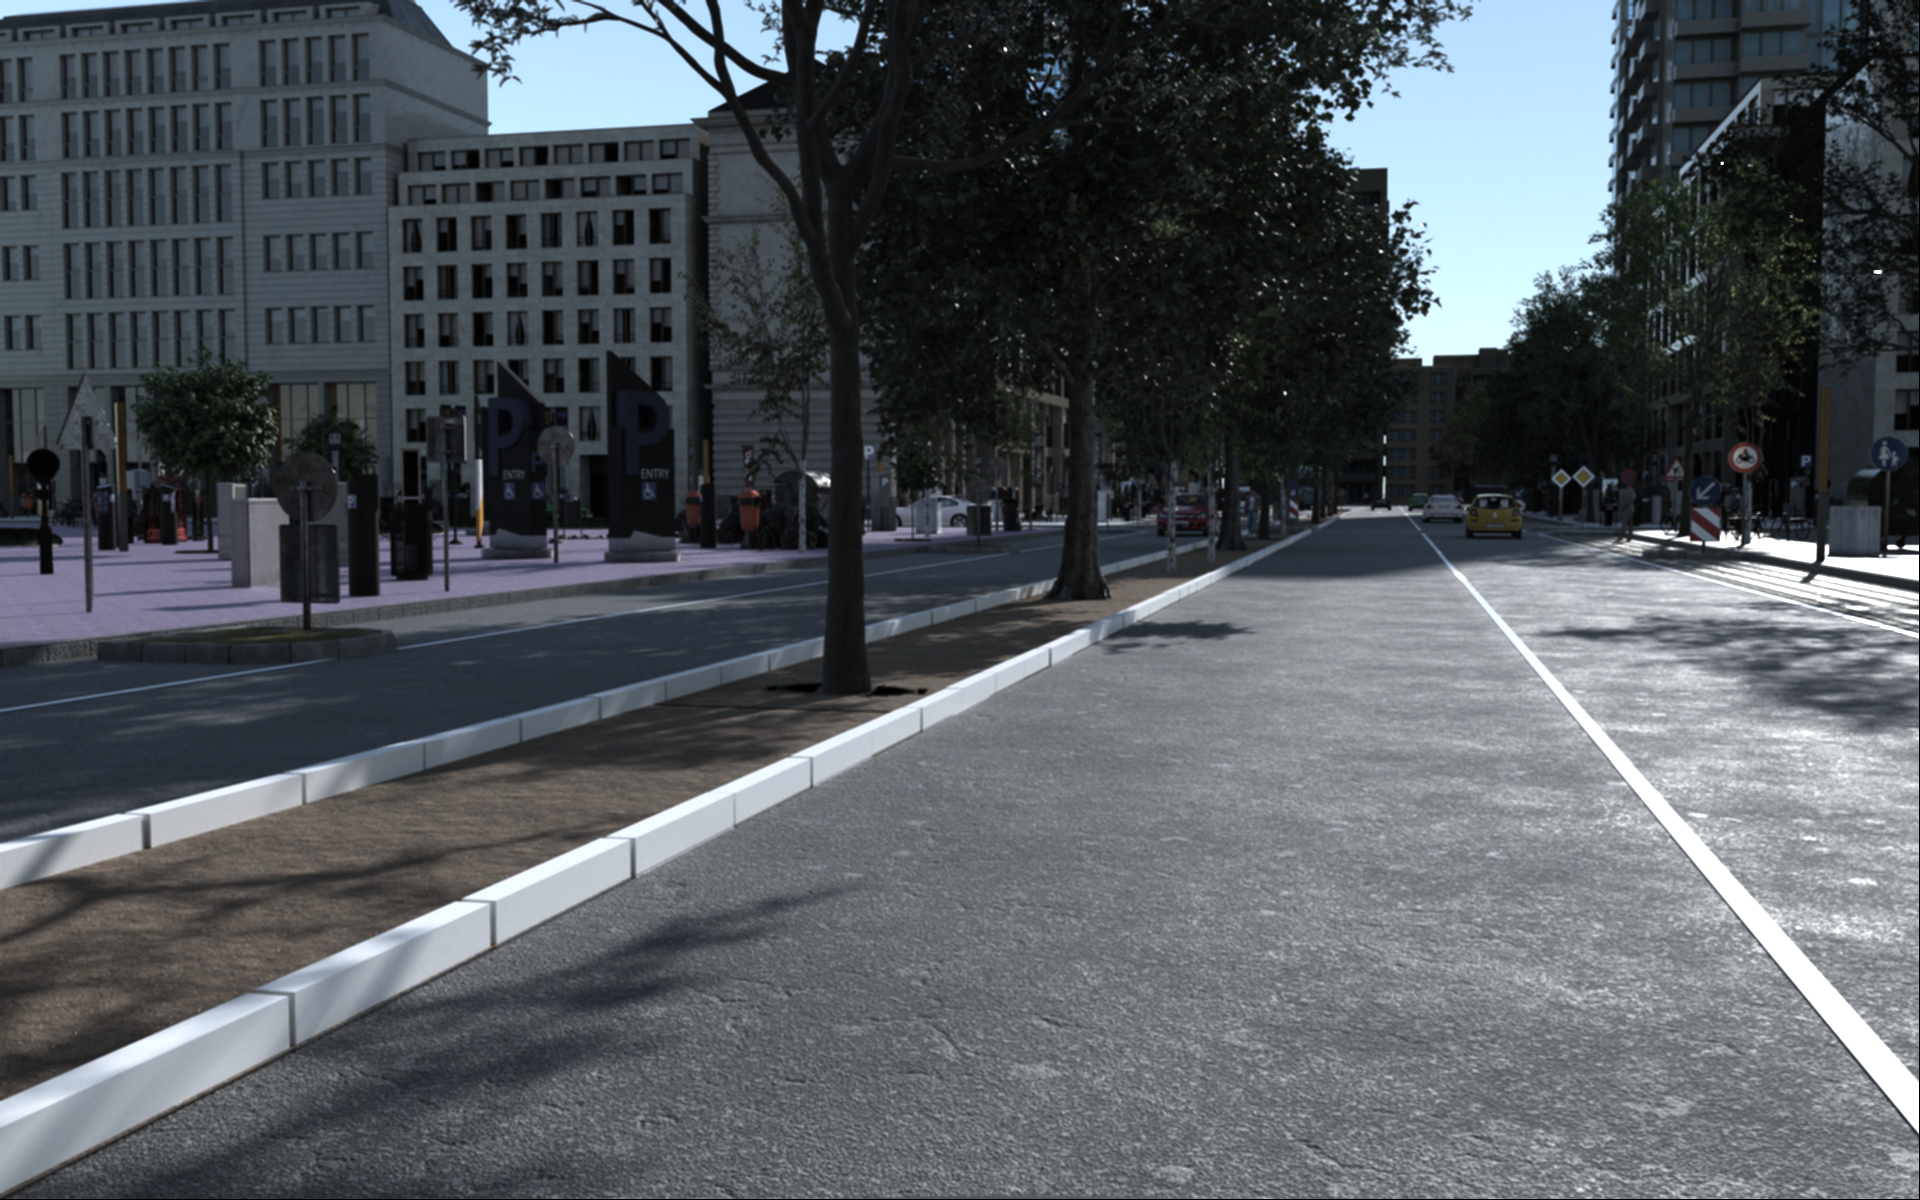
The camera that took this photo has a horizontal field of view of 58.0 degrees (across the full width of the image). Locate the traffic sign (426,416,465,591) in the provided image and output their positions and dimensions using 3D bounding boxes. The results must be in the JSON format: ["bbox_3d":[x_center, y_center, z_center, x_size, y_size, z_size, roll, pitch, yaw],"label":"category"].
[{"bbox_3d":[-6.772,-1.265,22.809,0.606,2.300,0.079,1,4,21],"label":"traffic sign"}]

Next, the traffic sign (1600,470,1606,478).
[{"bbox_3d":[33.174,-5.492,89.903,0.768,2.556,0.104,1,4,22],"label":"traffic sign"}]

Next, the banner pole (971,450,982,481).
[{"bbox_3d":[0.881,-6.587,97.716,0.863,3.779,0.401,-2,4,-26],"label":"banner pole"}]

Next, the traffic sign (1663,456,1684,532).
[{"bbox_3d":[24.261,-3.589,58.685,0.884,2.594,0.081,1,4,23],"label":"traffic sign"}]

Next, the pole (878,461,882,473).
[{"bbox_3d":[-3.604,-5.153,78.102,0.158,3.312,0.155,0,3,0],"label":"pole"}]

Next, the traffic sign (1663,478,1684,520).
[{"bbox_3d":[29.635,-4.395,71.864,0.884,2.594,0.081,2,4,24],"label":"traffic sign"}]

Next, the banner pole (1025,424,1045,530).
[{"bbox_3d":[2.701,-4.392,61.827,0.863,3.779,0.401,-3,5,-39],"label":"banner pole"}]

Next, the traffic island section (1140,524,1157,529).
[{"bbox_3d":[7.361,-3.036,71.924,2.009,0.180,2.903,1,4,14],"label":"traffic island section"}]

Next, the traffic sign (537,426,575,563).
[{"bbox_3d":[-7.534,-1.965,32.240,0.768,2.556,0.104,1,4,15],"label":"traffic sign"}]

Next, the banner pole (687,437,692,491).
[{"bbox_3d":[-11.827,-5.257,75.964,0.401,3.779,0.863,0,4,3],"label":"banner pole"}]

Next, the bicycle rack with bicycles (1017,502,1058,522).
[{"bbox_3d":[3.398,-4.008,78.905,2.852,0.926,2.925,0,4,4],"label":"bicycle rack with bicycles"}]

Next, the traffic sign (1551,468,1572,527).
[{"bbox_3d":[23.539,-3.927,67.851,0.795,2.450,0.064,1,4,14],"label":"traffic sign"}]

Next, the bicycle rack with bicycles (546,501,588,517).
[{"bbox_3d":[-20.110,-4.534,87.521,2.852,0.926,2.925,0,4,5],"label":"bicycle rack with bicycles"}]

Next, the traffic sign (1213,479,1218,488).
[{"bbox_3d":[18.934,-7.856,129.628,0.795,2.450,0.064,1,4,14],"label":"traffic sign"}]

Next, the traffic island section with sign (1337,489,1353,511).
[{"bbox_3d":[31.464,-8.250,143.025,2.006,1.907,1.989,1,4,14],"label":"traffic island section with sign"}]

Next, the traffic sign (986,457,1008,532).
[{"bbox_3d":[1.266,-3.620,59.298,0.768,2.556,0.104,1,4,15],"label":"traffic sign"}]

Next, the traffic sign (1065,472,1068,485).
[{"bbox_3d":[5.103,-4.715,79.223,0.606,2.300,0.079,1,4,20],"label":"traffic sign"}]

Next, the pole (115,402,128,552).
[{"bbox_3d":[-18.723,-2.742,38.673,0.158,3.312,0.155,0,3,0],"label":"pole"}]

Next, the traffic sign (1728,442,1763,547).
[{"bbox_3d":[19.145,-2.580,42.287,0.768,2.556,0.104,1,4,20],"label":"traffic sign"}]

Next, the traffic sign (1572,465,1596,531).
[{"bbox_3d":[21.620,-3.453,60.099,0.795,2.450,0.064,1,4,14],"label":"traffic sign"}]

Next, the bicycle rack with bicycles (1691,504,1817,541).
[{"bbox_3d":[22.447,-2.132,48.240,2.925,0.926,2.852,-3,4,-36],"label":"bicycle rack with bicycles"}]

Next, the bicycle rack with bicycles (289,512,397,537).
[{"bbox_3d":[-18.269,-2.267,50.443,2.925,0.926,2.852,0,4,4],"label":"bicycle rack with bicycles"}]

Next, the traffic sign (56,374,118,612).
[{"bbox_3d":[-9.452,-1.145,18.727,0.884,2.594,0.081,1,4,22],"label":"traffic sign"}]

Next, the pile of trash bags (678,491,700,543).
[{"bbox_3d":[-6.463,-2.165,45.145,1.912,1.369,3.447,1,4,9],"label":"pile of trash bags"}]

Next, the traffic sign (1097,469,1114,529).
[{"bbox_3d":[5.467,-3.698,64.104,0.795,2.450,0.064,1,4,14],"label":"traffic sign"}]

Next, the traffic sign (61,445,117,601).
[{"bbox_3d":[-10.431,-1.267,20.711,0.884,2.594,0.081,1,4,22],"label":"traffic sign"}]

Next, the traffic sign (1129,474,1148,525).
[{"bbox_3d":[7.386,-4.172,71.856,0.795,2.450,0.064,1,4,14],"label":"traffic sign"}]

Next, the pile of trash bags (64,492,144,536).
[{"bbox_3d":[-25.732,-2.672,53.433,1.912,1.369,3.447,0,4,-1],"label":"pile of trash bags"}]

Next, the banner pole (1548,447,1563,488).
[{"bbox_3d":[31.707,-6.244,92.107,0.863,3.779,0.401,2,4,28],"label":"banner pole"}]

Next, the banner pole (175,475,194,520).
[{"bbox_3d":[-38.167,-5.845,85.585,0.863,3.779,0.401,1,4,15],"label":"banner pole"}]

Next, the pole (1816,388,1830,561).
[{"bbox_3d":[16.625,-2.417,33.365,0.158,3.312,0.155,0,3,0],"label":"pole"}]

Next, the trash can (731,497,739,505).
[{"bbox_3d":[-18.438,-8.129,144.567,0.748,1.137,0.748,0,3,0],"label":"trash can"}]

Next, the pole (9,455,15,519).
[{"bbox_3d":[-49.732,-5.931,90.807,0.158,3.312,0.155,0,3,0],"label":"pole"}]

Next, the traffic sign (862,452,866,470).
[{"bbox_3d":[-2.856,-2.793,45.773,0.768,2.556,0.104,1,4,21],"label":"traffic sign"}]

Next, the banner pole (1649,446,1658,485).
[{"bbox_3d":[36.235,-6.154,90.640,0.401,3.779,0.863,-1,4,-15],"label":"banner pole"}]

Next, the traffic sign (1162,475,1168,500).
[{"bbox_3d":[13.776,-7.069,115.685,0.768,2.556,0.104,1,4,19],"label":"traffic sign"}]

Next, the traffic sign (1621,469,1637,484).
[{"bbox_3d":[34.390,-5.442,89.091,0.768,2.556,0.104,1,4,19],"label":"traffic sign"}]

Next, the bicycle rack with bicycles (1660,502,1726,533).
[{"bbox_3d":[24.557,-2.620,56.213,2.852,0.926,2.925,-1,4,-9],"label":"bicycle rack with bicycles"}]

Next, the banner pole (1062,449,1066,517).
[{"bbox_3d":[5.732,-6.453,95.522,0.401,3.779,0.863,1,4,15],"label":"banner pole"}]

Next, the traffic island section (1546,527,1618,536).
[{"bbox_3d":[21.645,-2.317,60.171,2.009,0.180,2.903,1,4,14],"label":"traffic island section"}]

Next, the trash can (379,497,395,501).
[{"bbox_3d":[-26.567,-4.200,80.330,0.748,1.137,0.748,0,3,0],"label":"trash can"}]

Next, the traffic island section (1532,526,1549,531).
[{"bbox_3d":[23.564,-2.792,67.923,2.009,0.180,2.903,1,4,14],"label":"traffic island section"}]

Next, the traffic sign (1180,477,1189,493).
[{"bbox_3d":[16.334,-7.678,125.647,0.768,2.556,0.104,1,4,22],"label":"traffic sign"}]

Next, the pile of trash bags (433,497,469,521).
[{"bbox_3d":[-23.819,-4.455,82.585,3.447,1.369,1.912,0,4,8],"label":"pile of trash bags"}]

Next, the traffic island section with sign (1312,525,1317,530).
[{"bbox_3d":[13.416,-3.788,70.078,2.006,1.907,1.989,1,4,14],"label":"traffic island section with sign"}]

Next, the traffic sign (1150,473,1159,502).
[{"bbox_3d":[11.976,-6.620,108.244,0.884,2.594,0.081,1,4,17],"label":"traffic sign"}]

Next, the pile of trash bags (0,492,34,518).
[{"bbox_3d":[-52.121,-5.146,93.896,3.447,1.369,1.912,-2,4,-32],"label":"pile of trash bags"}]

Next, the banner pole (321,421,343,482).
[{"bbox_3d":[-21.595,-4.248,59.469,0.863,3.779,0.401,0,4,-1],"label":"banner pole"}]

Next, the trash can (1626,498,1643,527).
[{"bbox_3d":[26.709,-3.488,68.681,0.748,1.137,0.748,0,3,0],"label":"trash can"}]

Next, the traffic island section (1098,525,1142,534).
[{"bbox_3d":[5.442,-2.562,64.172,2.009,0.180,2.903,1,4,14],"label":"traffic island section"}]

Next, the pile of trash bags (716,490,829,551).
[{"bbox_3d":[-4.275,-1.865,40.243,1.912,1.369,3.447,1,4,17],"label":"pile of trash bags"}]

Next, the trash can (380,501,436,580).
[{"bbox_3d":[-8.221,-0.875,25.955,0.748,1.137,0.748,0,3,0],"label":"trash can"}]

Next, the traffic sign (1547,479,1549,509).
[{"bbox_3d":[40.232,-7.246,118.570,0.768,2.556,0.104,1,4,20],"label":"traffic sign"}]

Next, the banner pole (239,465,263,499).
[{"bbox_3d":[-20.672,-3.708,50.649,0.863,3.779,0.401,-3,5,-39],"label":"banner pole"}]

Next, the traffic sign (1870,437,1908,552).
[{"bbox_3d":[20.621,-2.349,38.512,0.768,2.556,0.104,1,4,20],"label":"traffic sign"}]

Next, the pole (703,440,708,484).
[{"bbox_3d":[-9.553,-4.360,65.126,0.158,3.312,0.155,0,3,0],"label":"pole"}]

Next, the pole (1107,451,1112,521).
[{"bbox_3d":[7.158,-5.450,82.945,0.158,3.312,0.155,0,3,0],"label":"pole"}]
